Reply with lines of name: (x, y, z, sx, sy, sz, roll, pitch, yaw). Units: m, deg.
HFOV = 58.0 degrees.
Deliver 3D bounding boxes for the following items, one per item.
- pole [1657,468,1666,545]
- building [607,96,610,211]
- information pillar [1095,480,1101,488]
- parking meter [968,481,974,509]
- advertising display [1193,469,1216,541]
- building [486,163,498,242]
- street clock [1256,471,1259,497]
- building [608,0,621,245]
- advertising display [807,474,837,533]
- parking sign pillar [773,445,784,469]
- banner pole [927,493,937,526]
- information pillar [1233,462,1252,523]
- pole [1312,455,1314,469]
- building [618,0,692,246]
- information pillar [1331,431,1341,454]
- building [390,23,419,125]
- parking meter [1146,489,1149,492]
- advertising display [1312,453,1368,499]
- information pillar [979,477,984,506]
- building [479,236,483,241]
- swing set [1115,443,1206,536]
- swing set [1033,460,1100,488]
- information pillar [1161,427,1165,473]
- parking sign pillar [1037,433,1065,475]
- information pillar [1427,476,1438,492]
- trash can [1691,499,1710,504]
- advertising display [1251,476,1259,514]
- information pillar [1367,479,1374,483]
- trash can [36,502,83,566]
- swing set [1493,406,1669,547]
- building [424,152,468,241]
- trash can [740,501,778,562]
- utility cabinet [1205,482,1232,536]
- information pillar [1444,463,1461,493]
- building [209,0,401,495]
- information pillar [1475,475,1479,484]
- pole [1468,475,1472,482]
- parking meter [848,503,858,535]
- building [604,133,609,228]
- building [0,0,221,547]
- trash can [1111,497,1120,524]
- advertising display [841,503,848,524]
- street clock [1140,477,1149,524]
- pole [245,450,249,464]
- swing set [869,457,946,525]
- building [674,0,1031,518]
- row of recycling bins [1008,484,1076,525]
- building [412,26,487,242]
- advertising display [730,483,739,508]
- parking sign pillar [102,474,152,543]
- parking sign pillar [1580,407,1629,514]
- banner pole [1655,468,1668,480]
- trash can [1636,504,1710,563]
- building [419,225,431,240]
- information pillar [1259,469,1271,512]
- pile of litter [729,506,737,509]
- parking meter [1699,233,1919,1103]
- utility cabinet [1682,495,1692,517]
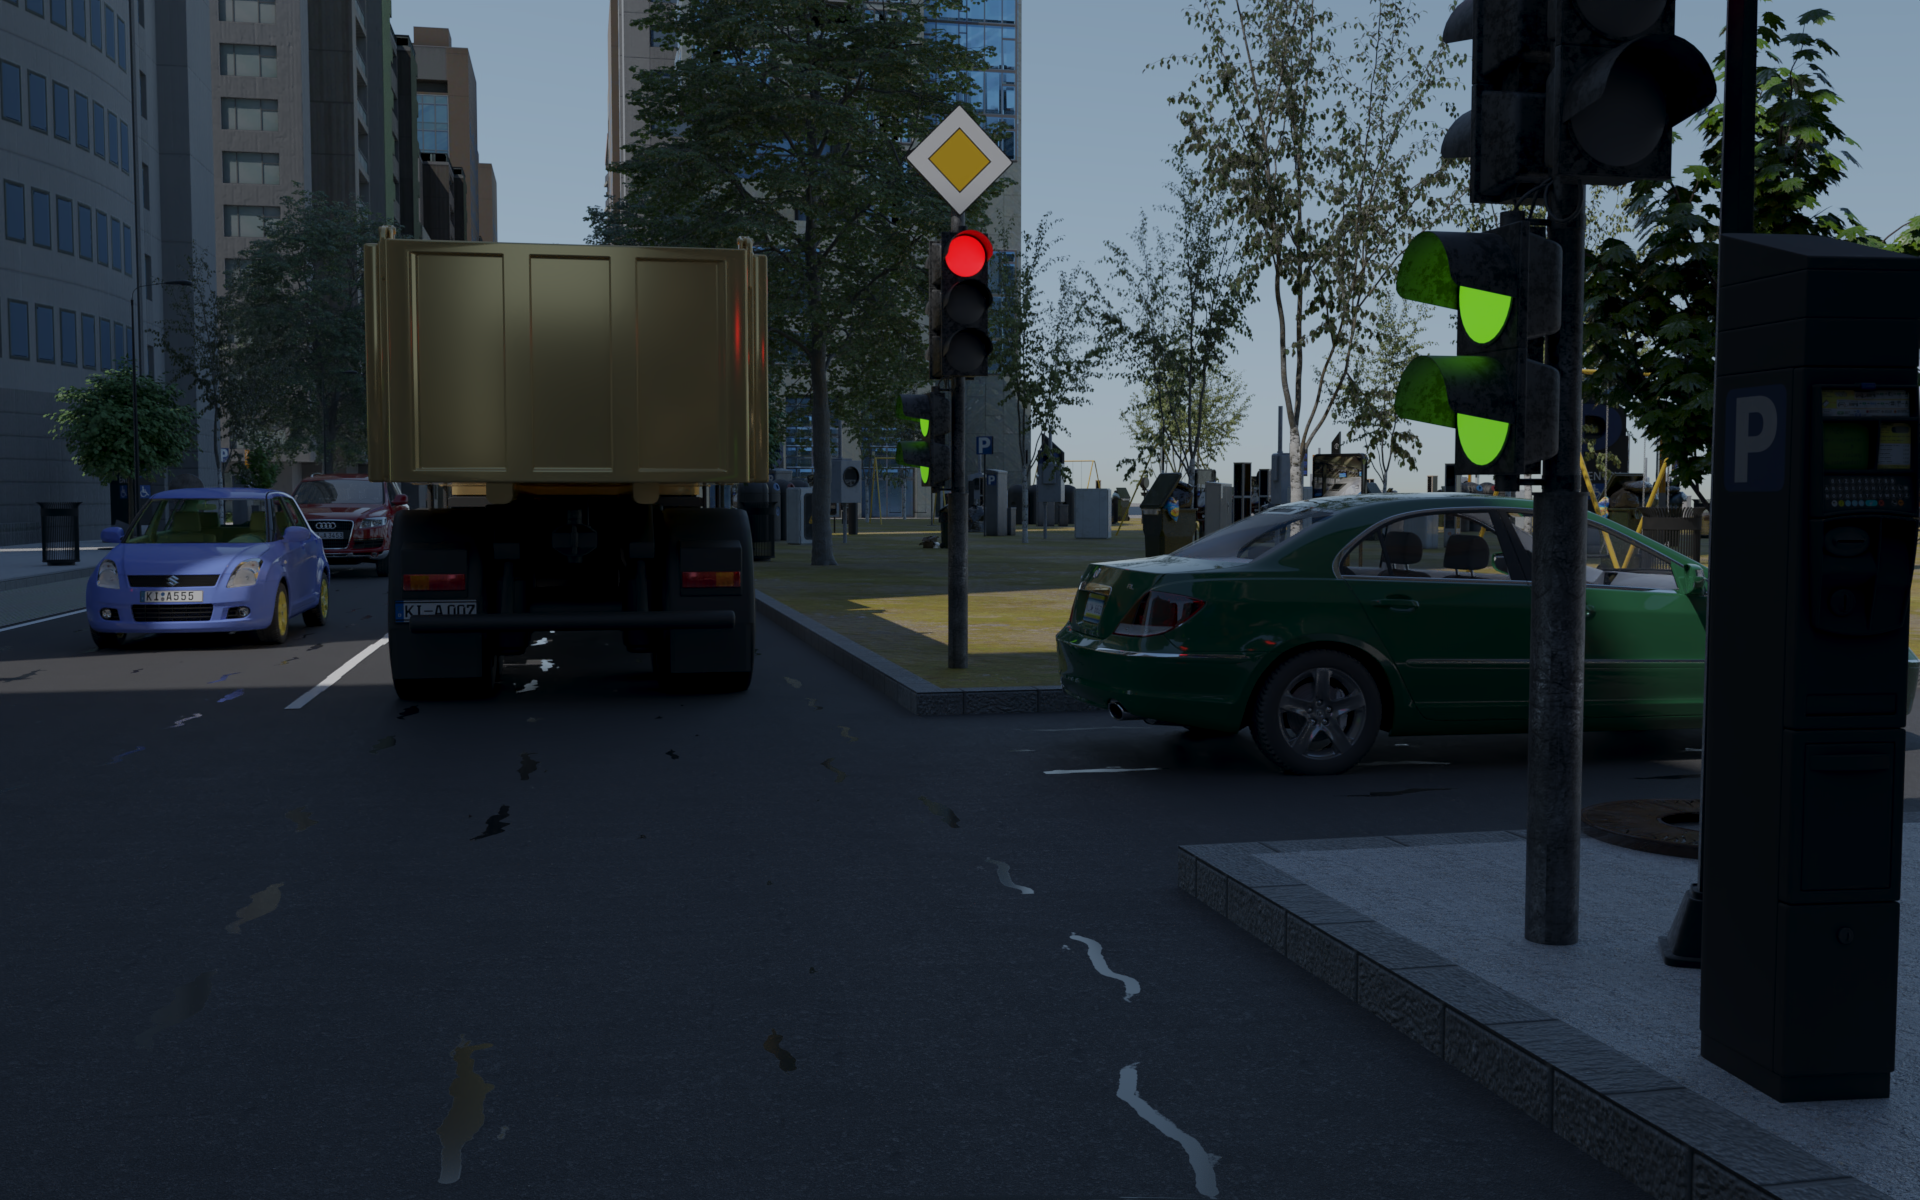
pole: (16.129, -2.811, 39.804, 0.158, 3.312, 0.155, 0, 3, 0)
building: (-26.241, -34.292, 184.375, 21.300, 48.544, 21.600, -1, 4, -12)
information pillar: (7.250, -5.282, 90.851, 0.304, 2.012, 0.304, 0, 4, 5)
parking meter: (0.482, -4.270, 75.522, 0.255, 1.863, 0.399, 0, 4, -3)
advertising display: (6.318, -2.418, 44.749, 0.123, 1.923, 0.974, 3, 4, 39)
building: (-67.872, -35.292, 227.134, 14.600, 45.320, 14.200, -1, 4, -12)
street clock: (9.332, -2.992, 53.496, 0.358, 2.002, 0.471, 2, 4, 32)
building: (-24.034, -30.851, 154.524, 14.600, 45.320, 14.200, -1, 4, -12)
advertising display: (-4.520, -3.151, 56.740, 0.974, 1.923, 0.123, -1, 4, -20)
parking sign pillar: (-6.303, -4.245, 57.879, 1.447, 3.967, 1.447, 1, 4, 14)
banner pole: (-1.109, -4.896, 70.063, 0.401, 3.779, 0.863, -1, 4, -9)
information pillar: (6.520, -2.173, 40.024, 0.304, 2.012, 0.304, -3, 5, -40)
pole: (18.313, -5.856, 89.593, 0.158, 3.312, 0.155, 0, 3, 0)
building: (-15.637, -36.202, 133.904, 21.231, 58.520, 28.212, -1, 4, -12)
information pillar: (14.061, -4.491, 64.785, 0.183, 3.616, 0.504, -2, 4, -27)
building: (-39.847, -20.242, 102.663, 14.160, 30.474, 14.107, -1, 4, -12)
parking meter: (10.106, -5.128, 92.257, 0.372, 1.533, 0.369, 0, 3, 0)
advertising display: (6.010, -1.361, 27.463, 0.123, 1.923, 0.974, -3, 5, -41)
information pillar: (1.059, -4.364, 75.847, 0.304, 2.012, 0.304, -3, 4, -37)
building: (-58.164, -25.261, 184.721, 14.160, 30.474, 14.107, -1, 4, -12)
swing set: (6.655, -3.433, 53.757, 2.862, 2.851, 3.119, 2, 4, 28)
swing set: (5.072, -5.091, 80.852, 3.119, 2.851, 2.862, 2, 4, 29)
information pillar: (7.089, -4.238, 60.639, 0.183, 3.616, 0.504, 0, 4, 1)
parking sign pillar: (3.980, -5.353, 75.994, 1.447, 3.967, 1.447, -3, 5, -43)
information pillar: (18.699, -3.921, 68.593, 0.304, 2.012, 0.304, -2, 4, -28)
trash can: (21.592, -2.359, 50.225, 0.748, 1.137, 0.748, 0, 3, 0)
advertising display: (10.632, -3.442, 61.492, 0.123, 1.923, 0.974, -3, 5, -42)
information pillar: (19.767, -4.836, 83.565, 0.304, 2.012, 0.304, -2, 4, -28)
trash can: (-16.173, -1.192, 31.136, 0.748, 1.137, 0.748, 0, 3, 0)
swing set: (8.384, -1.495, 22.066, 3.119, 2.851, 2.862, -2, 4, -26)
building: (-48.820, -22.842, 145.172, 14.160, 30.474, 14.107, -1, 4, -12)
trash can: (-3.843, -1.311, 33.083, 0.748, 1.137, 0.748, 0, 3, 0)
utility cabinet: (4.756, -1.413, 31.784, 0.318, 1.500, 1.173, 1, 4, 18)
information pillar: (11.771, -2.257, 41.390, 0.304, 2.012, 0.304, 3, 4, 38)
building: (-36.974, -24.768, 88.559, 14.154, 41.232, 14.086, -1, 4, -12)
information pillar: (26.213, -5.897, 87.769, 0.183, 3.616, 0.504, 2, 4, 31)
pole: (26.731, -5.933, 90.840, 0.158, 3.312, 0.155, 0, 3, 0)
parking meter: (-3.392, -3.010, 54.920, 0.255, 1.863, 0.399, 0, 4, 7)
building: (-31.516, -33.945, 209.628, 22.147, 44.769, 28.867, -1, 4, -12)
building: (-34.658, -30.871, 46.747, 21.231, 58.520, 28.212, -1, 4, -12)
trash can: (6.432, -3.801, 73.793, 0.748, 1.137, 0.748, 0, 3, 0)
advertising display: (-4.803, -4.217, 74.155, 0.123, 1.923, 0.974, -3, 4, -37)
street clock: (7.960, -4.295, 74.791, 0.358, 2.002, 0.471, 3, 4, 37)
pole: (-32.912, -5.274, 80.077, 0.158, 3.312, 0.155, 0, 3, 0)
swing set: (-2.361, -4.694, 74.363, 3.119, 2.851, 2.862, -1, 4, -13)
building: (-8.401, -48.423, 104.381, 22.319, 86.520, 31.000, -1, 4, -12)
row of recycling bins: (3.559, -4.070, 73.655, 3.534, 1.692, 1.069, -3, 4, -37)
building: (-54.673, -31.801, 170.061, 14.600, 45.320, 14.200, -1, 4, -12)
advertising display: (-9.299, -4.170, 73.401, 0.974, 1.923, 0.123, -3, 5, -44)
parking sign pillar: (-22.065, -3.521, 46.039, 1.447, 3.967, 1.447, 2, 4, 34)
parking sign pillar: (13.737, -2.997, 37.478, 1.447, 3.967, 1.447, 1, 4, 11)
banner pole: (25.660, -4.474, 63.165, 0.863, 3.779, 0.401, -2, 4, -24)
trash can: (7.903, -0.465, 19.255, 0.748, 1.137, 0.748, 0, 3, 0)
building: (-51.033, -16.967, 122.457, 27.650, 21.520, 28.899, -1, 4, -12)
information pillar: (8.863, -2.804, 50.345, 0.304, 2.012, 0.304, 2, 4, 25)
pile of litter: (-8.154, -3.068, 64.119, 1.176, 0.858, 1.719, 2, 4, 30)
parking meter: (1.833, 0.120, 3.748, 0.255, 1.863, 0.399, 0, 4, -7)
utility cabinet: (32.686, -4.125, 78.608, 0.306, 1.237, 1.020, -1, 4, -23)
